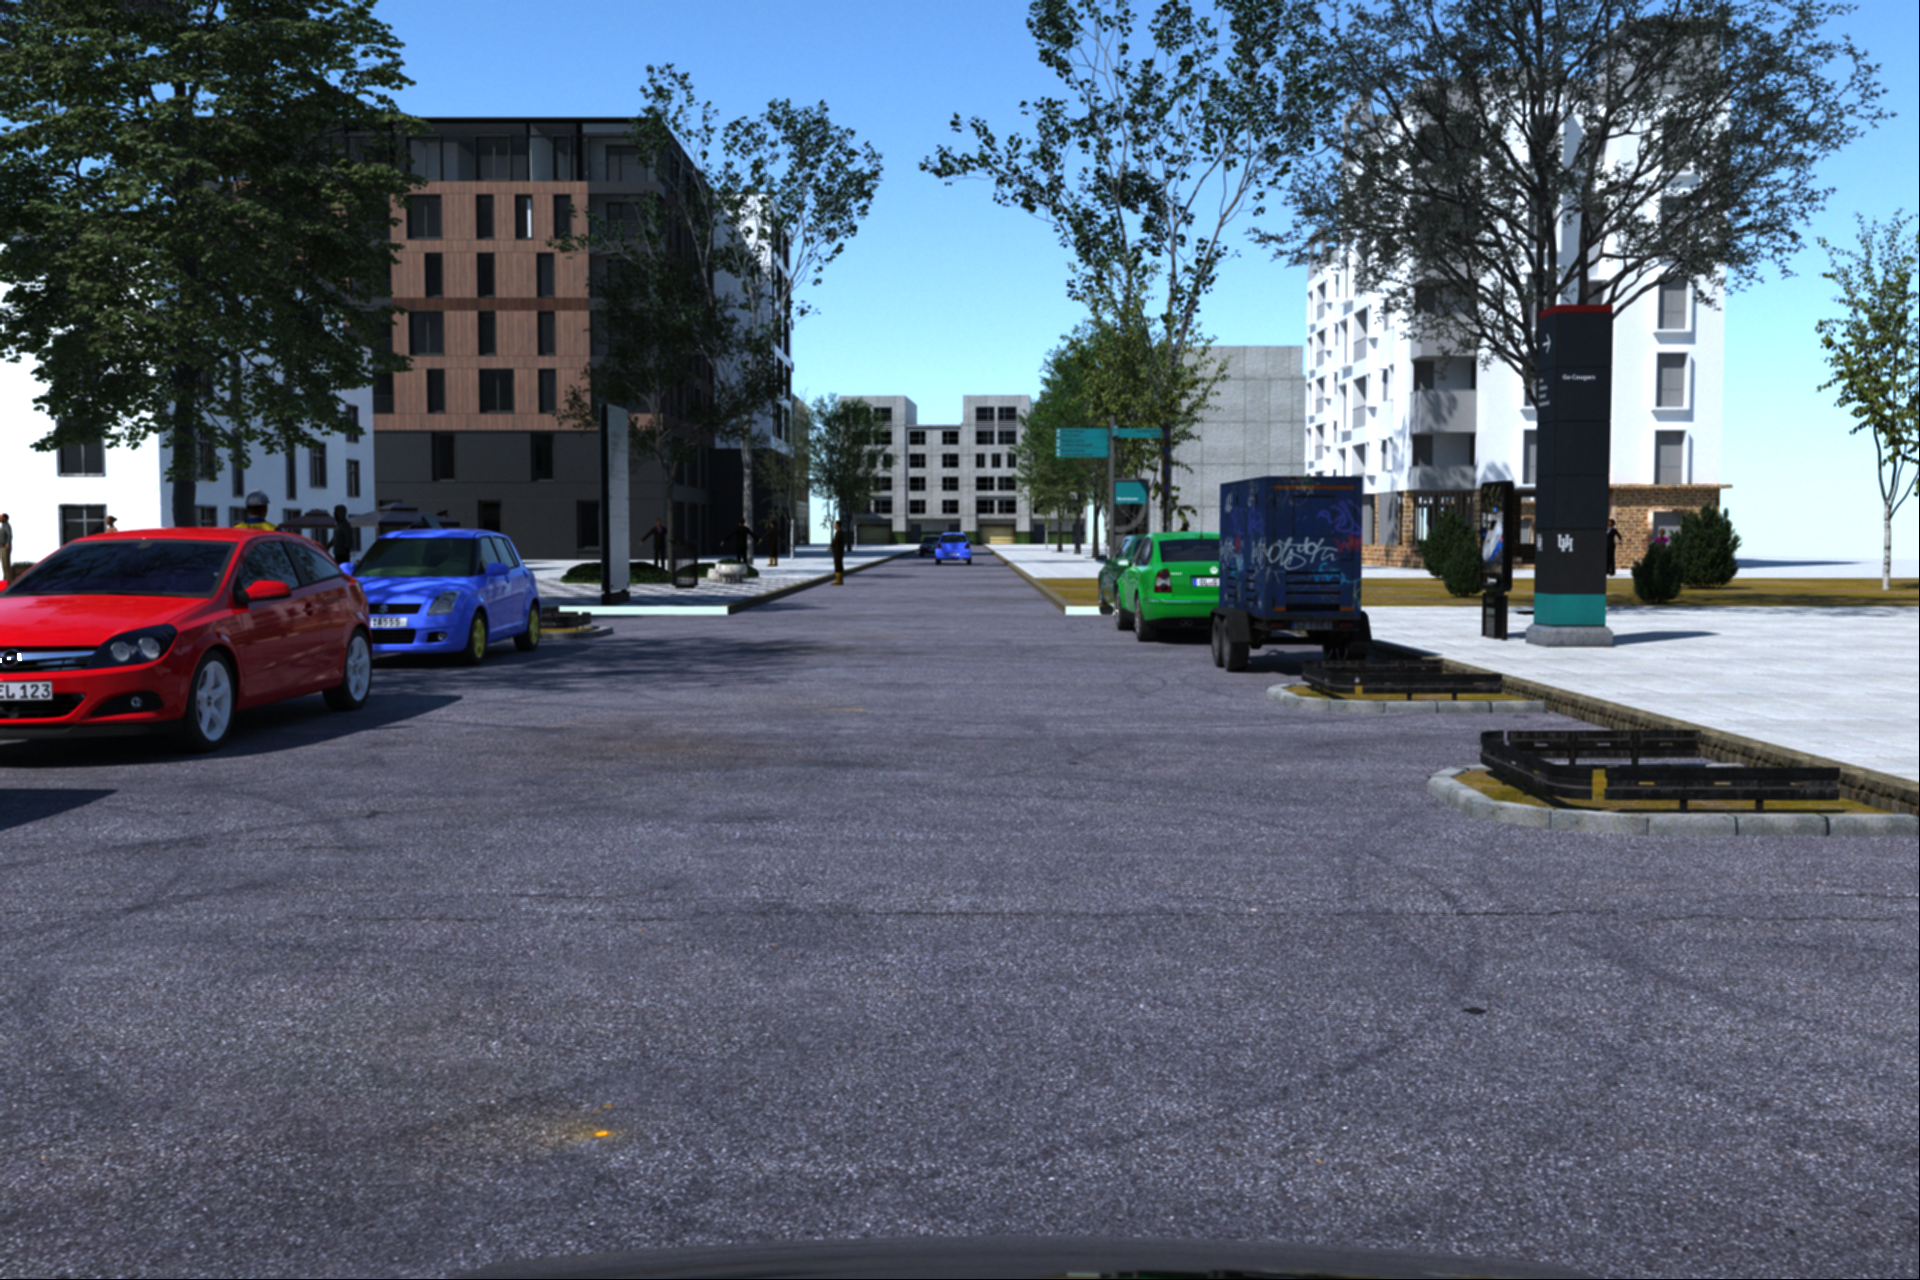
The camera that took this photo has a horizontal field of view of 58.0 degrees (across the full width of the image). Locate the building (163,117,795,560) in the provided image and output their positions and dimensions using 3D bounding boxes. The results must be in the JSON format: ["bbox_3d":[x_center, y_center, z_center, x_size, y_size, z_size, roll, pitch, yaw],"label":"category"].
[{"bbox_3d":[-25.212,-15.754,101.560,27.936,21.610,32.646,0,3,0],"label":"building"}]

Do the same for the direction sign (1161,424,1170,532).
[{"bbox_3d":[4.272,-2.696,36.073,0.379,3.537,0.876,0,4,-2],"label":"direction sign"}]

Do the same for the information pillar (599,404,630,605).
[{"bbox_3d":[-6.382,-2.490,32.029,0.184,3.620,1.656,0,4,1],"label":"information pillar"}]

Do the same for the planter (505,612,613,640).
[{"bbox_3d":[-5.999,-0.205,24.486,1.991,0.319,1.994,0,4,0],"label":"planter"}]

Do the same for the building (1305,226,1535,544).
[{"bbox_3d":[26.787,-15.350,107.399,16.016,20.090,11.380,0,4,0],"label":"building"}]

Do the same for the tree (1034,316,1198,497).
[{"bbox_3d":[7.330,-9.523,81.457,9.928,11.665,9.643,0,3,0],"label":"tree"}]

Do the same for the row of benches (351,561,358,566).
[{"bbox_3d":[-15.305,-1.510,40.152,4.104,0.672,1.422,1,4,12],"label":"row of benches"}]

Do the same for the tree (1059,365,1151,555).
[{"bbox_3d":[6.352,-7.624,75.015,4.360,8.622,3.978,0,3,0],"label":"tree"}]

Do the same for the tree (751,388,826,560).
[{"bbox_3d":[-8.353,-8.327,86.502,4.360,8.622,3.978,0,3,0],"label":"tree"}]

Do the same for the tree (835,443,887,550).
[{"bbox_3d":[-8.428,-11.422,137.118,4.360,8.622,3.978,0,3,0],"label":"tree"}]

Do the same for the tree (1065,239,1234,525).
[{"bbox_3d":[4.430,-5.692,43.427,4.737,8.622,4.395,0,3,0],"label":"tree"}]

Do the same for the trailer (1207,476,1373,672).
[{"bbox_3d":[3.454,-0.734,19.053,1.471,1.999,3.904,0,4,-1],"label":"trailer"}]

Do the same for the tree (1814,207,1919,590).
[{"bbox_3d":[21.185,-5.429,39.131,4.737,8.622,4.395,0,3,0],"label":"tree"}]

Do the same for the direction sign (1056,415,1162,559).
[{"bbox_3d":[3.414,-3.036,38.397,2.525,3.948,1.411,0,4,0],"label":"direction sign"}]

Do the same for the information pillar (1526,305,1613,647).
[{"bbox_3d":[7.039,-1.868,19.917,0.750,3.857,0.750,0,3,0],"label":"information pillar"}]

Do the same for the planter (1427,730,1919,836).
[{"bbox_3d":[3.582,0.729,9.215,1.991,0.319,1.994,0,4,1],"label":"planter"}]

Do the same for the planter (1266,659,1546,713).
[{"bbox_3d":[3.685,0.386,14.832,1.991,0.319,1.994,0,4,-1],"label":"planter"}]

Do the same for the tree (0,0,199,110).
[{"bbox_3d":[-11.319,-6.307,13.493,12.009,13.543,11.850,0,3,0],"label":"tree"}]

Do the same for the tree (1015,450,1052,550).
[{"bbox_3d":[6.571,-11.328,135.571,4.737,8.622,4.395,0,3,0],"label":"tree"}]

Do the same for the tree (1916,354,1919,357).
[{"bbox_3d":[26.884,-5.802,45.218,4.360,8.622,3.978,0,3,0],"label":"tree"}]

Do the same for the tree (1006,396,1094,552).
[{"bbox_3d":[7.206,-12.019,122.265,9.928,11.665,9.643,0,3,0],"label":"tree"}]

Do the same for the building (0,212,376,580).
[{"bbox_3d":[-25.433,-7.164,59.283,9.099,9.664,28.070,0,3,0],"label":"building"}]

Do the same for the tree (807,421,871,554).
[{"bbox_3d":[-8.403,-9.835,111.171,4.360,8.622,3.978,0,3,0],"label":"tree"}]

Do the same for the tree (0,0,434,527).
[{"bbox_3d":[-12.072,-6.666,27.115,7.486,12.596,7.792,0,3,0],"label":"tree"}]

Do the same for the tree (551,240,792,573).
[{"bbox_3d":[-8.919,-7.335,54.332,8.767,10.594,7.601,1,4,19],"label":"tree"}]

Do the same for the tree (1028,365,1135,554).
[{"bbox_3d":[7.874,-11.740,110.079,7.486,12.596,7.792,0,3,0],"label":"tree"}]

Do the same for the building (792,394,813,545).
[{"bbox_3d":[-27.688,-22.702,202.099,19.493,23.208,18.063,0,3,0],"label":"building"}]

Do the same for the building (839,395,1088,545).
[{"bbox_3d":[0.919,-21.901,226.992,31.486,18.905,16.747,0,4,4],"label":"building"}]

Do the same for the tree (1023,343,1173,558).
[{"bbox_3d":[7.368,-10.143,91.591,9.928,11.665,9.643,0,3,0],"label":"tree"}]

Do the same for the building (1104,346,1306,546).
[{"bbox_3d":[23.831,-18.637,171.178,16.747,18.905,31.486,0,4,1],"label":"building"}]

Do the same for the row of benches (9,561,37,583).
[{"bbox_3d":[-22.466,-1.456,39.264,4.104,0.672,1.422,-2,4,-24],"label":"row of benches"}]

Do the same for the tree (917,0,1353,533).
[{"bbox_3d":[5.429,-12.254,56.245,12.611,20.169,13.585,0,3,0],"label":"tree"}]

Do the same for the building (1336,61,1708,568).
[{"bbox_3d":[21.955,-13.417,75.793,16.016,20.090,11.380,0,4,1],"label":"building"}]
